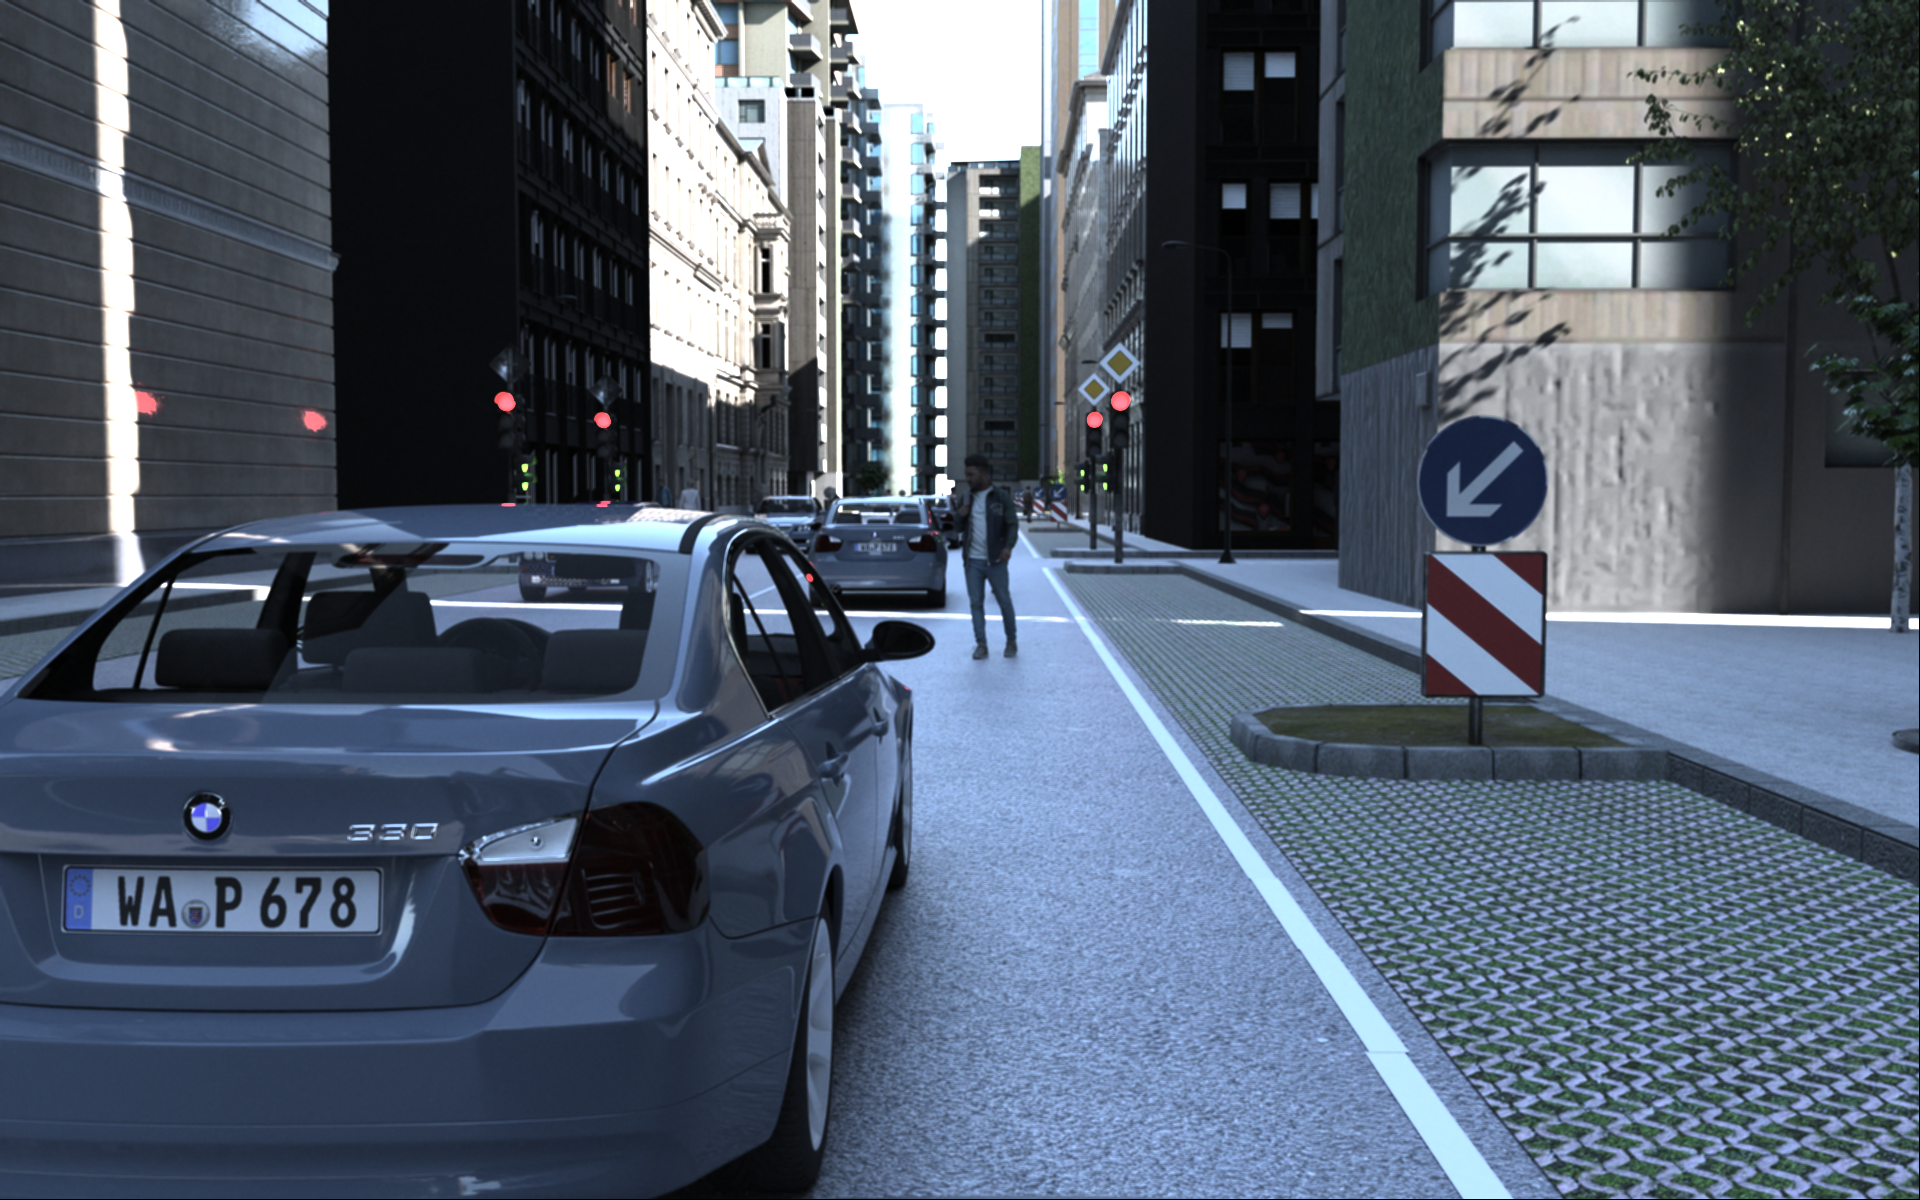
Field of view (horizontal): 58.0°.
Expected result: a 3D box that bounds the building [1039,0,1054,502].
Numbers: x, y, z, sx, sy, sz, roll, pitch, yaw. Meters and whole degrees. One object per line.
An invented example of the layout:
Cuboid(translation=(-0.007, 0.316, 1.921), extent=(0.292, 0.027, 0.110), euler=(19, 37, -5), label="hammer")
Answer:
Cuboid(translation=(18.595, -38.732, 175.271), extent=(21.231, 58.520, 28.212), euler=(0, 4, 1), label="building")

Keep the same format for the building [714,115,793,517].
Cuboid(translation=(-16.924, -17.053, 97.898), extent=(14.460, 24.649, 34.723), euler=(0, 4, 1), label="building")

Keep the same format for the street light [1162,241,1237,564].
Cuboid(translation=(4.421, -3.637, 32.005), extent=(1.470, 5.913, 1.316), euler=(0, 4, 1), label="street light")

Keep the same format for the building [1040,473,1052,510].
Cuboid(translation=(23.173, -27.945, 148.780), extent=(32.217, 40.220, 23.993), euler=(0, 4, 1), label="building")

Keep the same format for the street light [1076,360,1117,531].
Cuboid(translation=(4.899, -5.359, 60.164), extent=(1.470, 5.913, 1.316), euler=(0, 4, 1), label="street light")

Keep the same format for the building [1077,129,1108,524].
Cuboid(translation=(11.106, -13.819, 80.696), extent=(10.420, 20.320, 16.860), euler=(0, 4, 1), label="building")

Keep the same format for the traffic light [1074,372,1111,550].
Cuboid(translation=(3.071, -3.126, 40.029), extent=(0.839, 4.253, 0.868), euler=(0, 4, 1), label="traffic light")

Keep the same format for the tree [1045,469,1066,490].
Cuboid(translation=(6.681, -7.691, 120.349), extent=(1.663, 3.219, 1.824), euler=(0, 3, 0), label="tree")

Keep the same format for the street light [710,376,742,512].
Cuboid(translation=(-9.244, -5.839, 68.001), extent=(1.470, 5.913, 1.316), euler=(0, 4, 1), label="street light")

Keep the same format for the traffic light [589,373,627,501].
Cuboid(translation=(-8.189, -3.137, 40.216), extent=(0.839, 4.253, 0.868), euler=(0, 4, 1), label="traffic light")

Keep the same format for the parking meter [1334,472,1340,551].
Cuboid(translation=(8.622, -2.037, 39.020), extent=(0.399, 1.863, 0.255), euler=(1, 4, 8), label="parking meter")

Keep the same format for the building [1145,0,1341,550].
Cuboid(translation=(13.305, -13.153, 44.730), extent=(15.834, 23.373, 12.332), euler=(0, 4, 1), label="building")

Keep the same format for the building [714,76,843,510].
Cuboid(translation=(-16.007, -21.520, 123.547), extent=(14.160, 30.474, 14.107), euler=(0, 4, 1), label="building")

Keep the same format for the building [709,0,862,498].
Cuboid(translation=(-19.864, -29.996, 145.062), extent=(22.147, 44.769, 28.867), euler=(0, 4, 1), label="building")

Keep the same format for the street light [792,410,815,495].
Cuboid(translation=(-8.662, -7.521, 95.509), extent=(1.470, 5.913, 1.316), euler=(0, 4, 1), label="street light")

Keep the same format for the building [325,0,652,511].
Cuboid(translation=(-16.244, -13.330, 47.624), extent=(12.332, 23.373, 15.834), euler=(0, 4, 1), label="building")

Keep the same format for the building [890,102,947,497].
Cuboid(translation=(-16.864, -36.166, 210.921), extent=(30.456, 49.044, 23.786), euler=(0, 4, 1), label="building")

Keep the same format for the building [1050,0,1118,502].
Cuboid(translation=(13.928, -29.332, 129.686), extent=(14.600, 45.320, 14.200), euler=(0, 4, 1), label="building")

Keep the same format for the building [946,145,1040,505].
Cuboid(translation=(5.312, -31.934, 205.710), extent=(14.086, 41.232, 14.154), euler=(0, 4, 1), label="building")

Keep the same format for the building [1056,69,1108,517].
Cuboid(translation=(12.284, -18.602, 101.407), extent=(12.463, 27.353, 25.104), euler=(0, 4, 1), label="building")

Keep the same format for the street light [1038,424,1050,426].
Cuboid(translation=(5.881, -8.697, 114.732), extent=(1.470, 5.913, 1.316), euler=(0, 4, 1), label="street light")

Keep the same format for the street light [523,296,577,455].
Cuboid(translation=(-9.665, -4.170, 40.714), extent=(1.470, 5.913, 1.316), euler=(0, 4, 1), label="street light")

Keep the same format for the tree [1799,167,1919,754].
Cuboid(translation=(5.288, -0.860, 8.658), extent=(1.663, 3.219, 1.824), euler=(0, 3, 0), label="tree")

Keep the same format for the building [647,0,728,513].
Cuboid(translation=(-17.104, -16.556, 67.958), extent=(12.463, 27.353, 25.104), euler=(0, 4, 1), label="building")

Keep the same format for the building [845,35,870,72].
Cuboid(translation=(-23.539, -34.252, 179.627), extent=(30.456, 49.044, 23.786), euler=(0, 4, 1), label="building")

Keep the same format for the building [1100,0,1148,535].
Cuboid(translation=(10.460, -13.036, 62.292), extent=(9.793, 20.994, 18.267), euler=(0, 4, 1), label="building")

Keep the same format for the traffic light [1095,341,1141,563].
Cuboid(translation=(2.926, -2.638, 32.045), extent=(0.839, 4.253, 0.868), euler=(0, 4, 1), label="traffic light")

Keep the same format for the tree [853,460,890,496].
Cuboid(translation=(-8.378, -11.003, 163.608), extent=(4.285, 4.588, 4.351), euler=(0, 3, 0), label="tree")

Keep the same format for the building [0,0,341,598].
Cuboid(translation=(-21.448, -14.671, 25.769), extent=(20.117, 28.700, 13.634), euler=(0, 4, 1), label="building")

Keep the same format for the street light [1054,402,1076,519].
Cuboid(translation=(5.427, -7.034, 87.539), extent=(1.470, 5.913, 1.316), euler=(0, 4, 1), label="street light")

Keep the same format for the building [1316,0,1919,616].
Cuboid(translation=(12.222, -20.820, 24.000), extent=(14.154, 41.232, 14.086), euler=(0, 4, 1), label="building")

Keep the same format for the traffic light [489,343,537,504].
Cuboid(translation=(-8.333, -2.649, 32.232), extent=(0.839, 4.253, 0.868), euler=(0, 4, 1), label="traffic light")
